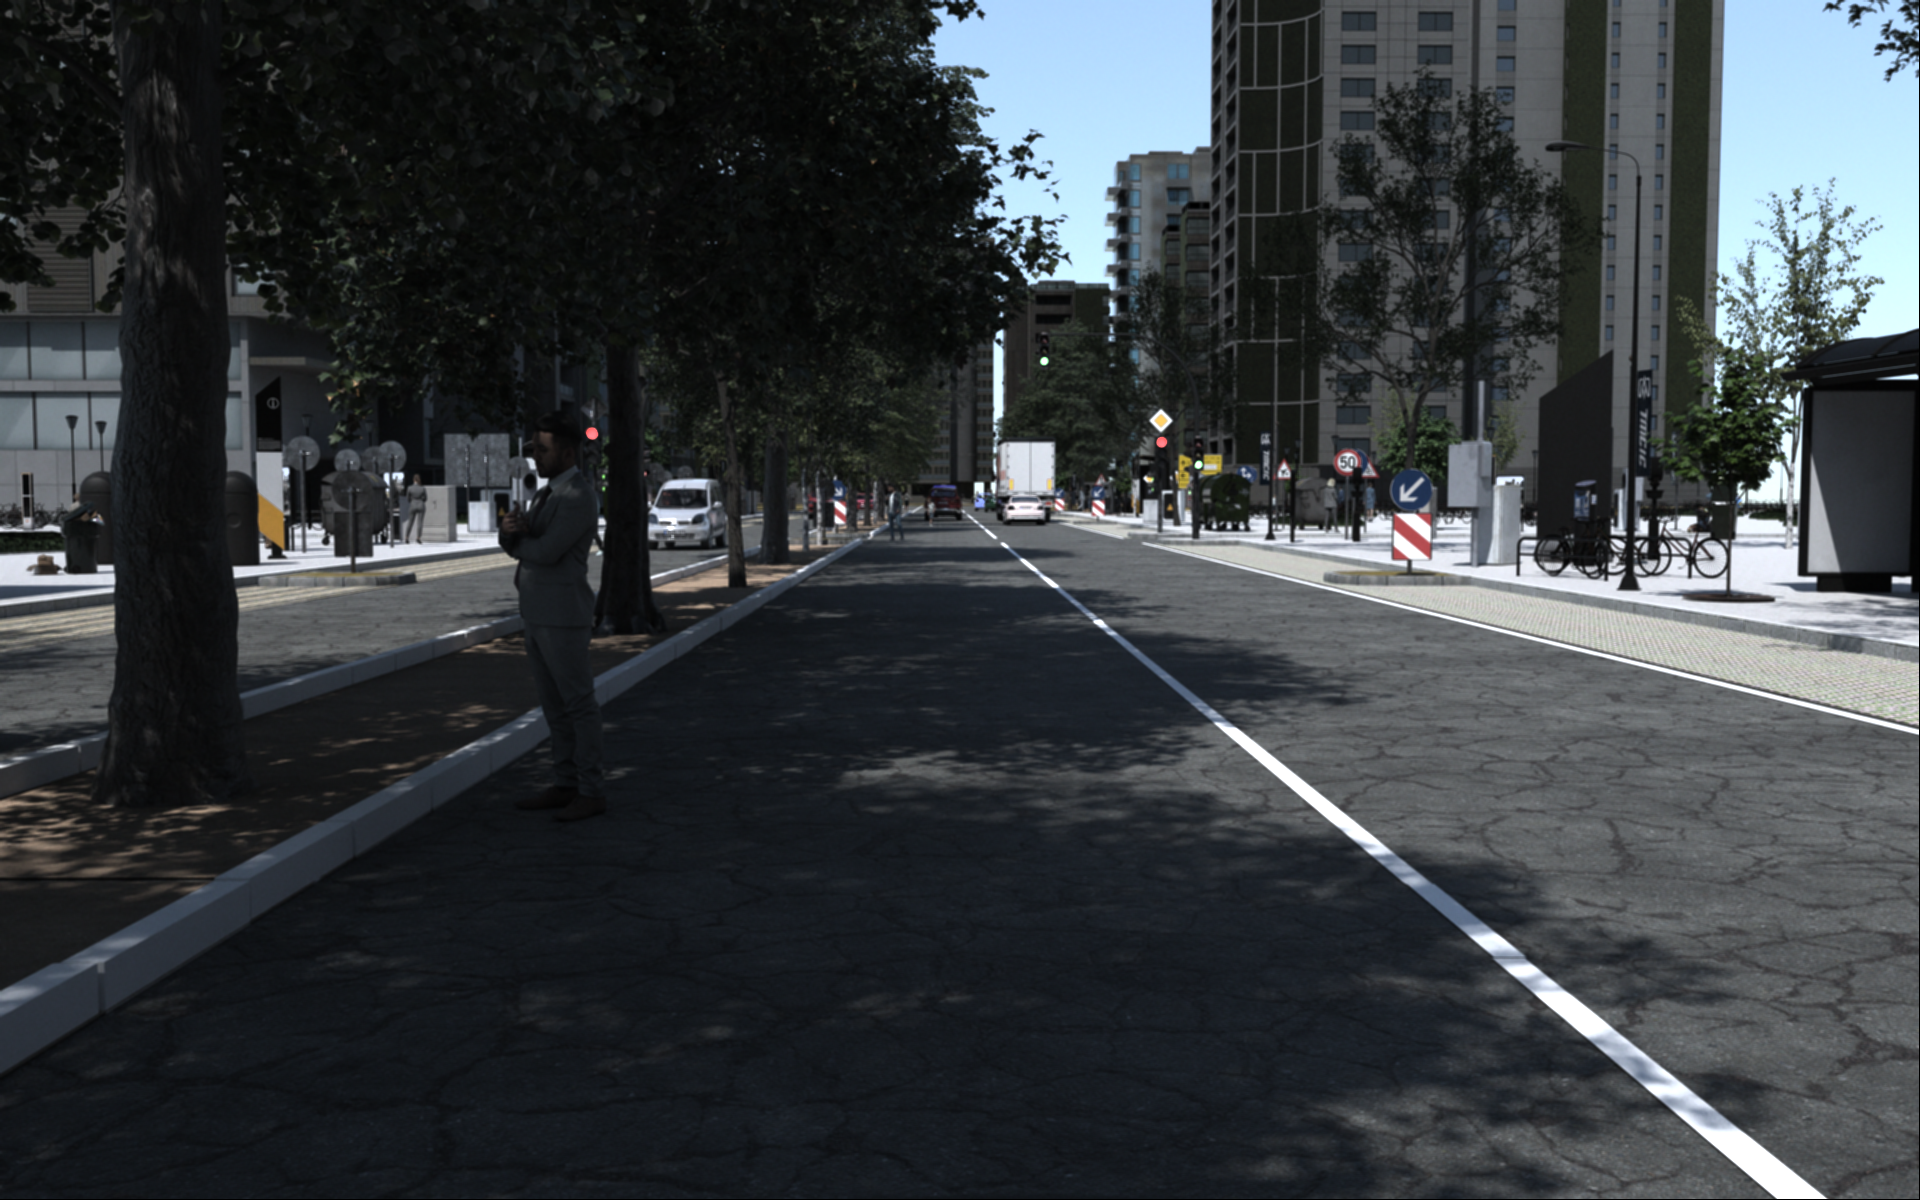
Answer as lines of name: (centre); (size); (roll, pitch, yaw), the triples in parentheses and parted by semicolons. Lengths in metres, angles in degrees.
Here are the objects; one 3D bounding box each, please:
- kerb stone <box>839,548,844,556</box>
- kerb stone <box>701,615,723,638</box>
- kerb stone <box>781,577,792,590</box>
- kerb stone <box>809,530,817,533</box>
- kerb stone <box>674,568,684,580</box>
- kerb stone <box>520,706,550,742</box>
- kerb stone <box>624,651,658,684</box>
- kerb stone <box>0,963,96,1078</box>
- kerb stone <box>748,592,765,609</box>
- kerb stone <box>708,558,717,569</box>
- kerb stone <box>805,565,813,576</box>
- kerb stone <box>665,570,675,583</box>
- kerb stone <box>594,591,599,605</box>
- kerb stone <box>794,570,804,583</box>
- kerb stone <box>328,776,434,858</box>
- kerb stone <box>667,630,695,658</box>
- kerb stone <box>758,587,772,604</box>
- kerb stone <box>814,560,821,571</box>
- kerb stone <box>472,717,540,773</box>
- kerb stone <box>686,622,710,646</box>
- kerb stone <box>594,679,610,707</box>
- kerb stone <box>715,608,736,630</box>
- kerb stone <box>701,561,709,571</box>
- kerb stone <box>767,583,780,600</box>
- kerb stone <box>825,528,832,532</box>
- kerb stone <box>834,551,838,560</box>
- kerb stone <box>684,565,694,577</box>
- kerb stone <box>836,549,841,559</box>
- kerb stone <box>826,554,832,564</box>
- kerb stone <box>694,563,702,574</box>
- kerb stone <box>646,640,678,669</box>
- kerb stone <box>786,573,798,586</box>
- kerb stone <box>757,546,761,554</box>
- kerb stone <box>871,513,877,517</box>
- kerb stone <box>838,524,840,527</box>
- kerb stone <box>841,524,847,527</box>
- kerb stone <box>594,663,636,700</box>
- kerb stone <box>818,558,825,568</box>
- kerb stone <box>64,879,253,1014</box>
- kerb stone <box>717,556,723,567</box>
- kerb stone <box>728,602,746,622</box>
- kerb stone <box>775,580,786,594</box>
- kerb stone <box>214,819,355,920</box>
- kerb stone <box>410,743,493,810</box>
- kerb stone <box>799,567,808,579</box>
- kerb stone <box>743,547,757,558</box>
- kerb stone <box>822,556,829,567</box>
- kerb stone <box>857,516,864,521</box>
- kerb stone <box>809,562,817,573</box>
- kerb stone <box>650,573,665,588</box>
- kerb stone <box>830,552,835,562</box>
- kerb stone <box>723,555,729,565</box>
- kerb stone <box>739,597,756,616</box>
kerb stone: (-2.766, -1.033, 39.085); (0.120, 0.150, 1.000); (0, 4, -1)
kerb stone: (-2.555, 0.284, 17.564); (0.120, 0.150, 1.000); (0, 4, -1)
kerb stone: (-2.640, -0.211, 25.772); (0.120, 0.150, 1.000); (0, 4, -1)
kerb stone: (-5.086, -2.321, 60.135); (0.120, 0.150, 1.000); (0, 4, -1)
kerb stone: (-4.770, -0.407, 28.859); (0.120, 0.150, 1.000); (0, 4, -1)
kerb stone: (-2.478, 0.723, 10.381); (0.120, 0.150, 1.000); (0, 4, -1)
kerb stone: (-2.506, 0.539, 13.453); (0.120, 0.150, 1.000); (0, 4, -1)
kerb stone: (-2.415, 1.099, 4.244); (0.120, 0.150, 1.000); (0, 4, -1)
kerb stone: (-2.588, 0.033, 21.660); (0.120, 0.150, 1.000); (0, 4, -1)
kerb stone: (-4.806, -0.658, 32.960); (0.120, 0.150, 1.000); (0, 4, -1)
kerb stone: (-2.675, -0.469, 29.863); (0.120, 0.150, 1.000); (0, 4, -1)
kerb stone: (-4.752, -0.344, 27.838); (0.120, 0.150, 1.000); (0, 4, -1)
kerb stone: (-4.707, -0.030, 22.691); (0.120, 0.150, 1.000); (0, 4, -1)
kerb stone: (-2.648, -0.339, 27.819); (0.120, 0.150, 1.000); (0, 4, -1)
kerb stone: (-2.441, 0.910, 7.310); (0.120, 0.150, 1.000); (0, 4, -1)
kerb stone: (-2.525, 0.409, 15.508); (0.120, 0.150, 1.000); (0, 4, -1)
kerb stone: (-2.605, -0.030, 22.690); (0.120, 0.150, 1.000); (0, 4, -1)
kerb stone: (-2.696, -0.594, 31.911); (0.120, 0.150, 1.000); (0, 4, -1)
kerb stone: (-2.461, 0.785, 9.359); (0.120, 0.150, 1.000); (0, 4, -1)
kerb stone: (-2.542, 0.348, 16.533); (0.120, 0.150, 1.000); (0, 4, -1)
kerb stone: (-2.481, 0.662, 11.403); (0.120, 0.150, 1.000); (0, 4, -1)
kerb stone: (-2.552, 0.221, 18.587); (0.120, 0.150, 1.000); (0, 4, -1)
kerb stone: (-4.795, -0.596, 31.935); (0.120, 0.150, 1.000); (0, 4, -1)
kerb stone: (-2.609, -0.094, 23.726); (0.120, 0.150, 1.000); (0, 4, -1)
kerb stone: (-5.160, -2.758, 67.294); (0.120, 0.150, 1.000); (0, 4, -1)
kerb stone: (-2.746, -0.905, 37.032); (0.120, 0.150, 1.000); (0, 4, -1)
kerb stone: (-4.768, -0.466, 29.891); (0.120, 0.150, 1.000); (0, 4, -1)
kerb stone: (-2.757, -0.970, 38.061); (0.120, 0.150, 1.000); (0, 4, -1)
kerb stone: (-2.723, -0.782, 34.980); (0.120, 0.150, 1.000); (0, 4, -1)
kerb stone: (-4.786, -0.532, 30.913); (0.120, 0.150, 1.000); (0, 4, -1)
kerb stone: (-2.521, 0.474, 14.485); (0.120, 0.150, 1.000); (0, 4, -1)
kerb stone: (-2.644, -0.281, 26.796); (0.120, 0.150, 1.000); (0, 4, -1)
kerb stone: (-4.896, -1.156, 41.156); (0.120, 0.150, 1.000); (0, 4, -1)
kerb stone: (-5.656, -5.706, 115.511); (0.120, 0.150, 1.000); (0, 4, -1)
kerb stone: (-5.215, -3.071, 72.411); (0.120, 0.150, 1.000); (0, 4, -1)
kerb stone: (-5.269, -3.386, 77.552); (0.120, 0.150, 1.000); (0, 4, -1)
kerb stone: (-2.492, 0.597, 12.430); (0.120, 0.150, 1.000); (0, 4, -1)
kerb stone: (-2.708, -0.657, 32.933); (0.120, 0.150, 1.000); (0, 4, -1)
kerb stone: (-2.419, 1.041, 5.266); (0.120, 0.150, 1.000); (0, 4, -1)
kerb stone: (-4.820, -0.721, 33.981); (0.120, 0.150, 1.000); (0, 4, -1)
kerb stone: (-2.568, 0.158, 19.615); (0.120, 0.150, 1.000); (0, 4, -1)
kerb stone: (-2.624, -0.156, 24.748); (0.120, 0.150, 1.000); (0, 4, -1)
kerb stone: (-2.436, 0.973, 6.288); (0.120, 0.150, 1.000); (0, 4, -1)
kerb stone: (-2.451, 0.848, 8.337); (0.120, 0.150, 1.000); (0, 4, -1)
kerb stone: (-2.665, -0.406, 28.841); (0.120, 0.150, 1.000); (0, 4, -1)
kerb stone: (-4.876, -1.097, 40.134); (0.120, 0.150, 1.000); (0, 4, -1)
kerb stone: (-2.716, -0.719, 33.958); (0.120, 0.150, 1.000); (0, 4, -1)
kerb stone: (-5.453, -4.454, 95.014); (0.120, 0.150, 1.000); (0, 4, -1)
kerb stone: (-2.688, -0.530, 30.890); (0.120, 0.150, 1.000); (0, 4, -1)
kerb stone: (-4.739, -0.282, 26.808); (0.120, 0.150, 1.000); (0, 4, -1)
kerb stone: (-2.739, -0.844, 36.002); (0.120, 0.150, 1.000); (0, 4, -1)
kerb stone: (-4.826, -0.784, 35.009); (0.120, 0.150, 1.000); (0, 4, -1)
kerb stone: (-2.577, 0.095, 20.638); (0.120, 0.150, 1.000); (0, 4, -1)
